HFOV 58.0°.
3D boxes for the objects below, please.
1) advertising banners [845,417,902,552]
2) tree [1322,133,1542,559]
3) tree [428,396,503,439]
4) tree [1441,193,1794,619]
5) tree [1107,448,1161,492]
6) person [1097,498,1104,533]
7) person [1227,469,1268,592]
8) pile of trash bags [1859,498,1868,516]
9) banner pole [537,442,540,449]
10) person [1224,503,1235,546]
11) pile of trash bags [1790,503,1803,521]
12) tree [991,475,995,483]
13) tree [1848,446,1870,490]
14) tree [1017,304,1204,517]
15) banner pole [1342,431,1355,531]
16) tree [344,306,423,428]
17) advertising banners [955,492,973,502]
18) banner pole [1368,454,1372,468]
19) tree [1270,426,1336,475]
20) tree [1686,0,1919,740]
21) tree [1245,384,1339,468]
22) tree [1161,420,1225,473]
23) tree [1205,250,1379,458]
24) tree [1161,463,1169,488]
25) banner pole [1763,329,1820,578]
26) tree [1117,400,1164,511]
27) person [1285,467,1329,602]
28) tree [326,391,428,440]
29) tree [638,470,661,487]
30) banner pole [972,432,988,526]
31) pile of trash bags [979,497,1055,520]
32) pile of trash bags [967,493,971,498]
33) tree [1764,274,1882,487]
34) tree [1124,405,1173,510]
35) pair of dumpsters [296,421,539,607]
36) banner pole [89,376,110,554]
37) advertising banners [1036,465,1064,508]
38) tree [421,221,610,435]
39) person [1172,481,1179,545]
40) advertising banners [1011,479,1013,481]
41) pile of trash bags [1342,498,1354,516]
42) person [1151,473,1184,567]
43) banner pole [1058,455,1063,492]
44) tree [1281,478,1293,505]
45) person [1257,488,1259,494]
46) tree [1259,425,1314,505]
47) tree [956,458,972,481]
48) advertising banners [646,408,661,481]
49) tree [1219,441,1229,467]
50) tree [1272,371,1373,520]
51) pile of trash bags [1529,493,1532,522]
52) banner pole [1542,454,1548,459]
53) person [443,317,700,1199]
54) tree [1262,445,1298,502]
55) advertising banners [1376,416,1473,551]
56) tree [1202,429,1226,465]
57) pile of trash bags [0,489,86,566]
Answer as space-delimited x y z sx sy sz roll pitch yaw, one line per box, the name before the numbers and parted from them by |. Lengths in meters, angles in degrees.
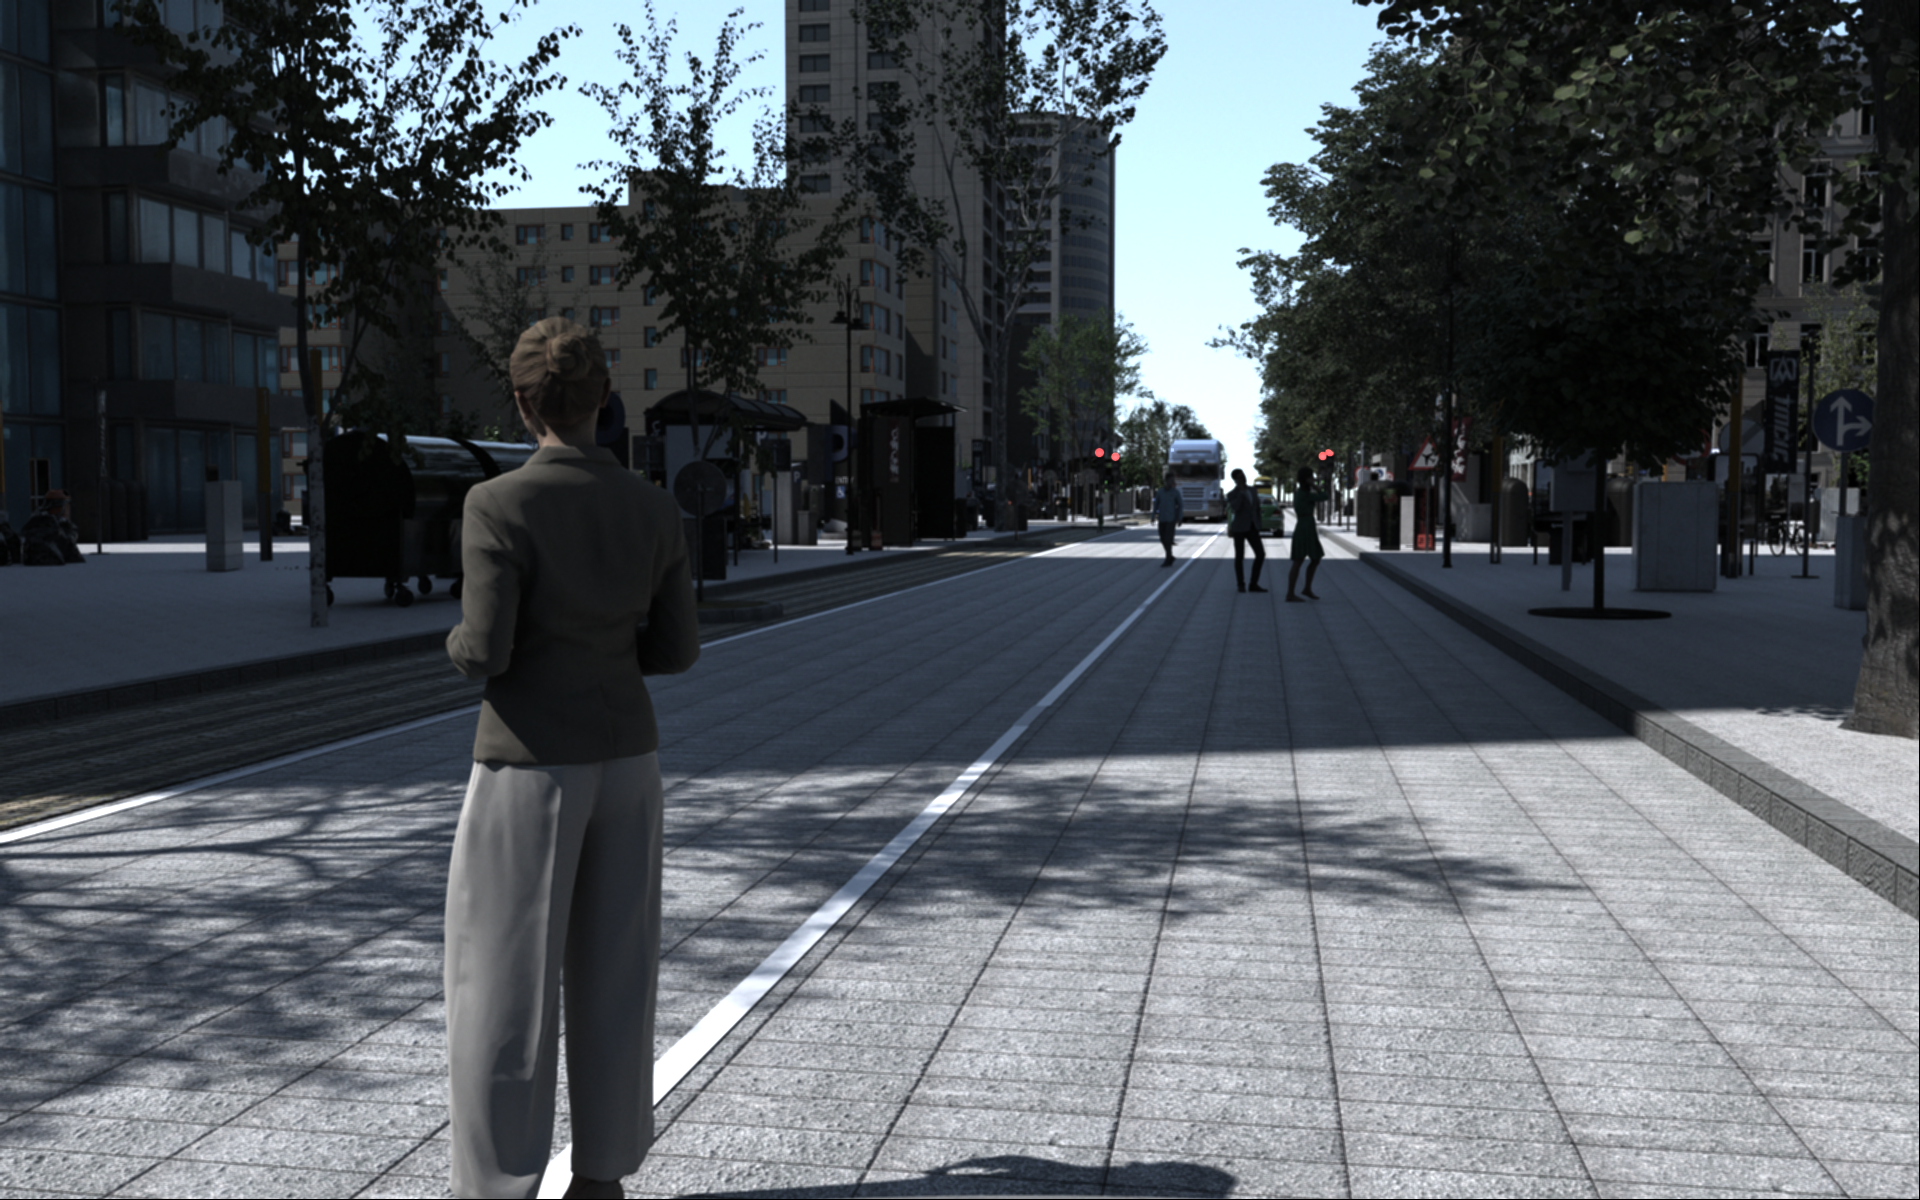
advertising banners | -1.930 -2.630 39.188 0.090 3.025 2.074 2 4 35
tree | 9.445 -5.129 34.223 4.360 8.622 3.978 0 3 0
tree | -10.014 -2.431 34.344 1.663 3.219 1.824 0 3 0
tree | 6.870 -2.112 18.251 4.285 4.588 4.351 0 3 0
tree | 11.717 -8.478 122.329 4.285 4.588 4.351 0 3 0
person | 5.133 -3.103 63.476 0.306 1.304 0.590 2 4 31
person | 4.202 -1.018 25.322 0.592 1.802 0.473 -1 4 -8
pile of trash bags | 40.822 -4.229 78.904 3.447 1.369 1.912 -2 4 -34
banner pole | -17.682 -4.988 71.568 0.863 3.779 0.401 1 4 13
person | 7.771 -2.411 48.263 0.623 1.781 0.721 -2 4 -27
pile of trash bags | 40.686 -4.523 83.710 3.447 1.369 1.912 0 4 2
tree | 3.030 -9.507 150.039 1.663 3.219 1.824 0 3 0
tree | 23.048 -2.985 43.413 1.663 3.219 1.824 0 3 0
tree | 6.949 -10.420 96.121 9.928 11.665 9.643 0 3 0
banner pole | 13.629 -4.302 60.356 0.401 3.779 0.863 2 4 31
tree | -21.663 -7.140 67.103 4.360 8.622 3.978 0 3 0
advertising banners | -0.123 -6.934 109.552 2.074 3.025 0.090 2 4 30
banner pole | 25.794 -7.303 109.416 0.863 3.779 0.401 -2 4 -33
tree | 35.267 -14.793 176.275 7.601 10.594 8.767 -2 4 -34
tree | 5.250 -6.251 8.860 9.857 13.997 8.962 0 3 0
tree | 31.314 -15.168 158.360 12.009 13.543 11.850 0 3 0
tree | 27.731 -16.913 210.933 8.767 10.594 7.601 -2 4 -26
tree | 25.758 -17.059 134.809 12.611 20.169 13.585 0 3 0
tree | 17.876 -10.704 158.726 4.285 4.588 4.351 0 3 0
banner pole | 12.727 -2.231 26.488 0.863 3.779 0.401 1 4 18
tree | 13.484 -11.169 132.976 4.360 8.622 3.978 0 3 0
person | 4.593 -0.881 23.147 0.529 1.795 0.600 -1 4 -11
tree | -17.405 -4.151 51.590 4.285 4.588 4.351 0 3 0
tree | -16.965 -6.025 93.115 1.663 3.219 1.824 0 3 0
banner pole | 0.852 -4.869 69.630 0.863 3.779 0.401 -1 4 -19
pile of trash bags | 2.972 -4.632 85.478 3.447 1.369 1.912 -3 5 -42
pile of trash bags | 1.527 -5.929 106.697 3.447 1.369 1.912 -3 4 -36
tree | 28.548 -6.476 56.252 4.737 8.622 4.395 0 3 0
tree | 15.657 -11.723 142.027 4.737 8.622 4.395 0 3 0
pair of dumpsters | -6.489 -1.170 21.617 1.574 2.255 4.437 1 4 10
banner pole | -18.192 -2.854 36.674 0.863 3.779 0.401 3 5 45
advertising banners | 5.478 -6.694 105.640 2.074 3.025 0.090 3 5 40
tree | -11.854 -5.921 47.179 4.360 8.622 3.978 0 3 0
person | 5.900 -2.435 48.489 0.721 1.800 0.419 -2 4 -35
advertising banners | 3.341 -7.246 114.652 0.090 3.025 2.074 0 4 -5
pile of trash bags | 23.920 -5.579 100.961 3.447 1.369 1.912 -3 5 -44
person | 4.144 -1.578 34.165 0.638 1.841 0.748 3 5 39
banner pole | 6.488 -7.438 111.632 0.401 3.779 0.863 2 4 28
tree | 48.695 -16.041 256.868 1.663 3.219 1.824 0 3 0
person | 19.762 -6.553 115.598 0.622 1.834 0.822 -3 4 -39
tree | 37.396 -16.914 194.664 7.486 12.596 7.792 0 3 0
tree | 0.336 -10.426 154.173 4.285 4.588 4.351 0 3 0
advertising banners | -6.791 -2.364 34.840 2.074 3.025 0.090 -2 4 -31
tree | 22.437 -15.867 185.184 9.928 11.665 9.643 0 3 0
tree | 19.847 -8.786 94.007 4.737 8.622 4.395 0 3 0
pile of trash bags | 21.933 -3.272 63.247 1.912 1.369 3.447 -2 4 -34
banner pole | 13.175 -2.959 38.404 0.863 3.779 0.401 -2 4 -29
person | -0.767 0.352 3.299 0.519 1.759 0.362 -3 5 -41
tree | 51.930 -21.466 276.727 9.928 11.665 9.643 0 3 0
advertising banners | 10.445 -2.618 38.986 2.074 3.025 0.090 1 4 15
tree | 42.042 -23.247 298.206 7.486 12.596 7.792 0 3 0
pile of trash bags | -17.238 -1.371 32.168 1.912 1.369 3.447 -1 4 -11
